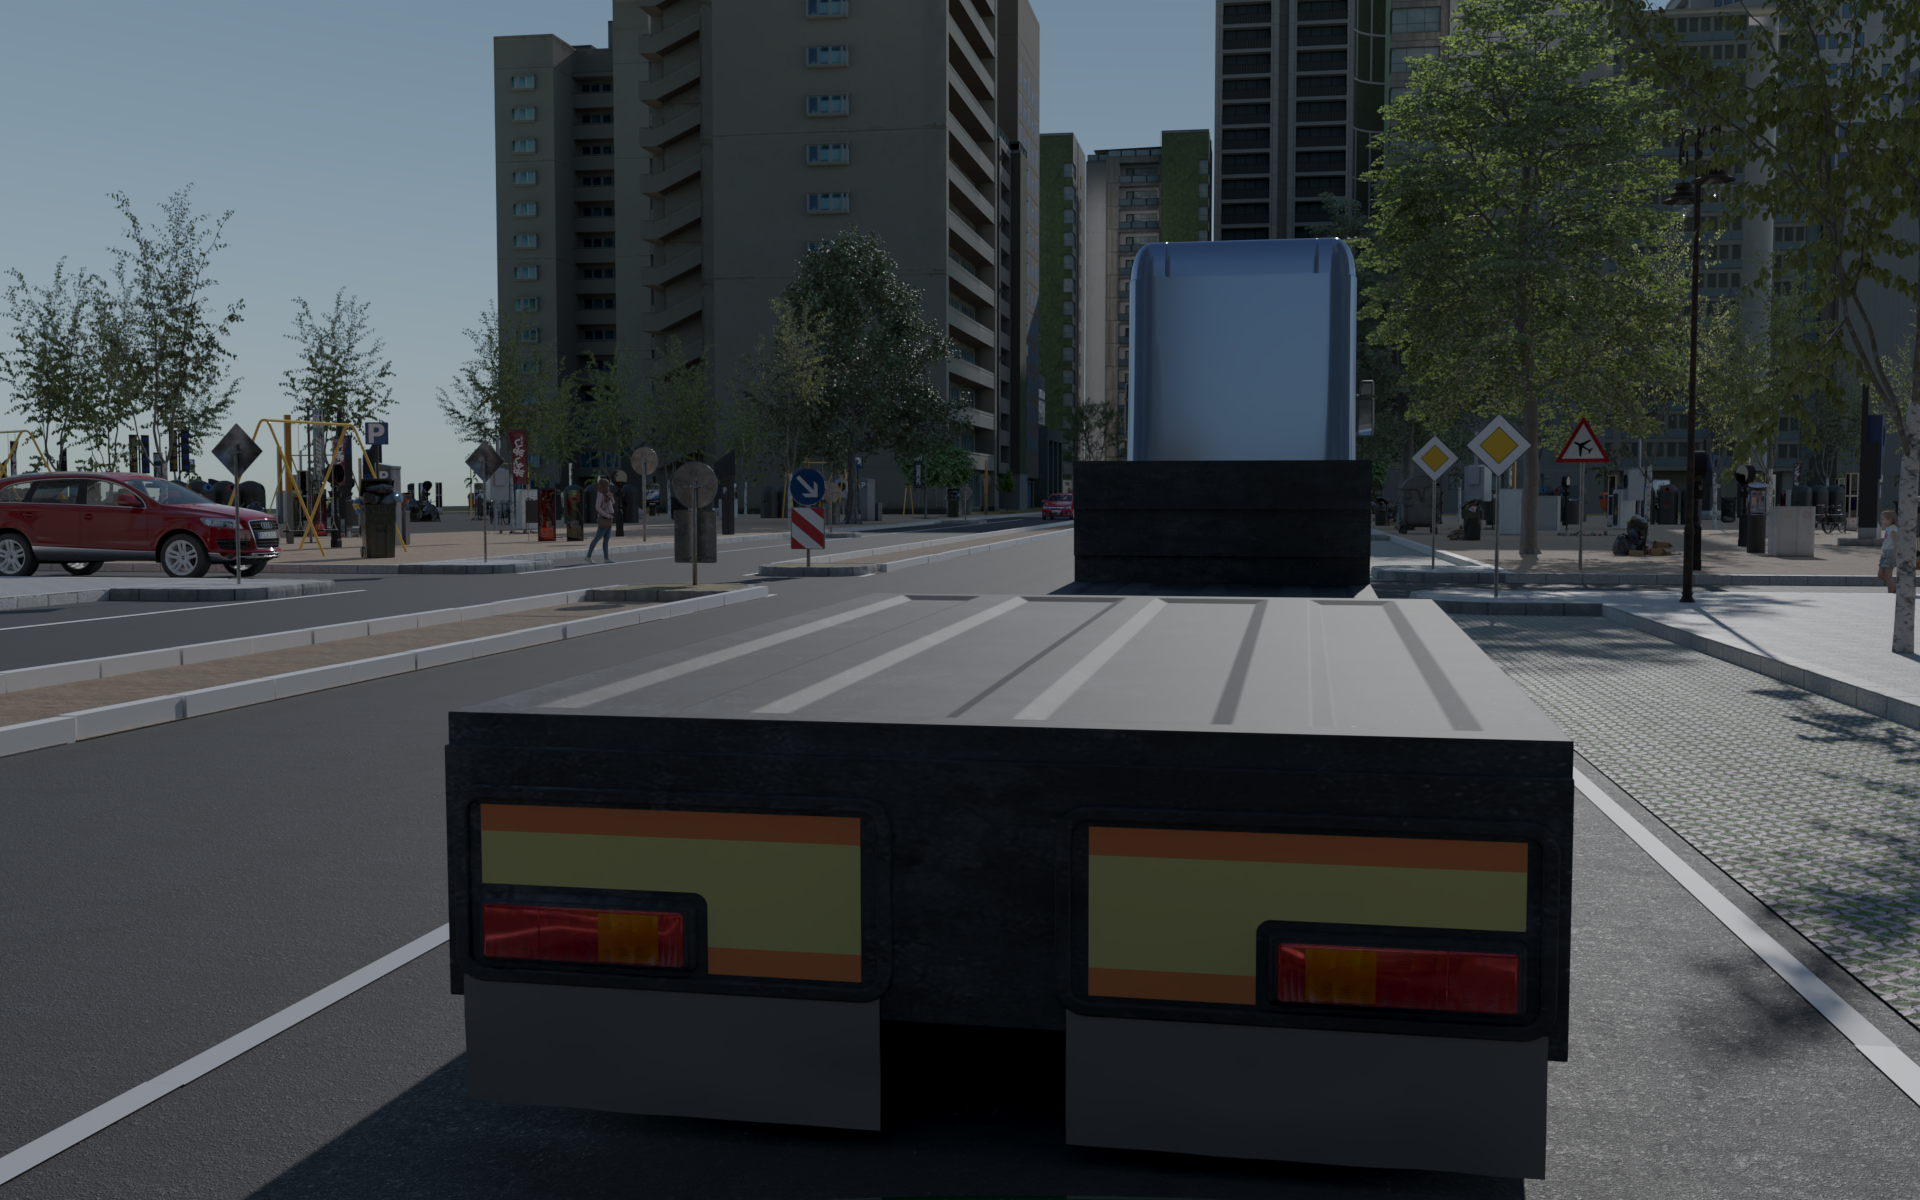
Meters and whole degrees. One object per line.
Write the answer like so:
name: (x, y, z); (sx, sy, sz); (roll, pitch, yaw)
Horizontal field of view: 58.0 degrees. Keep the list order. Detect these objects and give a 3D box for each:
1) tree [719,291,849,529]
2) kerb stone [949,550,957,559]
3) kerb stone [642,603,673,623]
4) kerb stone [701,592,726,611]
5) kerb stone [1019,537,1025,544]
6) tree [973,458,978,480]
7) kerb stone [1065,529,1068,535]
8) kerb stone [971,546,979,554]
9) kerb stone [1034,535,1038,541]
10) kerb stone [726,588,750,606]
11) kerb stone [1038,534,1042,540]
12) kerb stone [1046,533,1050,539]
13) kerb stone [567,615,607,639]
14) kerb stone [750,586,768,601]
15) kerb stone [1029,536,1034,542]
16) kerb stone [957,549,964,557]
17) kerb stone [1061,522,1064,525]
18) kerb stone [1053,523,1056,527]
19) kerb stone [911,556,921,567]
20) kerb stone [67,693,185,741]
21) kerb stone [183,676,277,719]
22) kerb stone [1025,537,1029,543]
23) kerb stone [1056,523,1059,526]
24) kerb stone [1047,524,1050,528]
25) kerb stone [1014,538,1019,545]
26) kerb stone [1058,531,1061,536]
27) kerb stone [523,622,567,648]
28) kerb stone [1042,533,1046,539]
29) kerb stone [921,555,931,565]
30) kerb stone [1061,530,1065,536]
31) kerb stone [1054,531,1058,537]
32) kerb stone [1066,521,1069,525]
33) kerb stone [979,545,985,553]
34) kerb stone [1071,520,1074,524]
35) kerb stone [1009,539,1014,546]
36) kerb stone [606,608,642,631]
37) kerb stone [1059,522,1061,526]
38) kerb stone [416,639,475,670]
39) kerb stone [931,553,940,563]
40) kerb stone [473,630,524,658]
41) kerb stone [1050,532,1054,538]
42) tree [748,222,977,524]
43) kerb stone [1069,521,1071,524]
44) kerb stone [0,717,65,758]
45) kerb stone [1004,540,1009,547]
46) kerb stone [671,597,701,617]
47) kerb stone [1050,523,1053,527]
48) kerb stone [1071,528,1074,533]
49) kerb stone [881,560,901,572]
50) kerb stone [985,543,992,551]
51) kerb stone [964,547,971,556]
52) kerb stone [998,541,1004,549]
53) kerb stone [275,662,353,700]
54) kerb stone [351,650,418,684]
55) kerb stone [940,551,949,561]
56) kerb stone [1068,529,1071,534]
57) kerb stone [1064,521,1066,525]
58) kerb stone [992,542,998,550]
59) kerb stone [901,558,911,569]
tree: (-6.312, -6.877, 62.805); (4.360, 8.622, 3.978); (0, 3, 0)
kerb stone: (-0.269, -0.988, 38.347); (0.120, 0.150, 1.000); (1, 4, 10)
kerb stone: (-3.508, 0.158, 19.624); (0.120, 0.150, 1.000); (1, 4, 10)
kerb stone: (-3.162, 0.034, 21.638); (0.120, 0.150, 1.000); (1, 4, 10)
kerb stone: (1.648, -1.668, 49.467); (0.120, 0.150, 1.000); (1, 4, 10)
tree: (-0.631, -7.089, 99.622); (4.285, 4.588, 4.351); (0, 3, 0)
kerb stone: (3.570, -2.340, 60.595); (0.120, 0.150, 1.000); (1, 4, 10)
kerb stone: (0.254, -1.174, 41.390); (0.120, 0.150, 1.000); (1, 4, 10)
kerb stone: (2.173, -1.854, 52.506); (0.120, 0.150, 1.000); (1, 4, 10)
kerb stone: (-2.985, -0.028, 22.651); (0.120, 0.150, 1.000); (1, 4, 10)
kerb stone: (2.347, -1.913, 53.519); (0.120, 0.150, 1.000); (1, 4, 10)
kerb stone: (2.698, -2.039, 55.533); (0.120, 0.150, 1.000); (1, 4, 10)
kerb stone: (-3.855, 0.281, 17.599); (0.120, 0.150, 1.000); (1, 4, 10)
kerb stone: (-2.817, -0.088, 23.659); (0.120, 0.150, 1.000); (1, 4, 10)
kerb stone: (1.991, -1.789, 51.495); (0.120, 0.150, 1.000); (1, 4, 10)
kerb stone: (-0.107, -1.050, 39.365); (0.120, 0.150, 1.000); (1, 4, 10)
kerb stone: (4.454, -3.412, 78.107); (0.120, 0.150, 1.000); (1, 4, 10)
kerb stone: (3.932, -3.234, 75.073); (0.120, 0.150, 1.000); (1, 4, 10)
kerb stone: (-0.972, -0.741, 34.314); (0.120, 0.150, 1.000); (1, 4, 10)
kerb stone: (-5.089, 0.713, 10.534); (0.120, 0.150, 1.000); (1, 4, 10)
kerb stone: (-4.901, 0.652, 11.539); (0.120, 0.150, 1.000); (1, 4, 10)
kerb stone: (1.819, -1.730, 50.488); (0.120, 0.150, 1.000); (1, 4, 10)
kerb stone: (4.109, -3.296, 76.080); (0.120, 0.150, 1.000); (1, 4, 10)
kerb stone: (3.580, -3.103, 73.046); (0.120, 0.150, 1.000); (1, 4, 10)
kerb stone: (1.462, -1.606, 48.451); (0.120, 0.150, 1.000); (1, 4, 10)
kerb stone: (3.222, -2.223, 58.580); (0.120, 0.150, 1.000); (1, 4, 10)
kerb stone: (-4.043, 0.343, 16.586); (0.120, 0.150, 1.000); (1, 4, 10)
kerb stone: (2.519, -1.976, 54.527); (0.120, 0.150, 1.000); (1, 4, 10)
kerb stone: (-0.802, -0.803, 35.322); (0.120, 0.150, 1.000); (1, 4, 10)
kerb stone: (3.400, -2.287, 59.586); (0.120, 0.150, 1.000); (1, 4, 10)
kerb stone: (3.040, -2.163, 57.560); (0.120, 0.150, 1.000); (1, 4, 10)
kerb stone: (4.814, -3.541, 80.136); (0.120, 0.150, 1.000); (1, 4, 10)
kerb stone: (0.424, -1.236, 42.400); (0.120, 0.150, 1.000); (1, 4, 10)
kerb stone: (5.153, -3.667, 82.158); (0.120, 0.150, 1.000); (1, 4, 10)
kerb stone: (1.294, -1.544, 47.442); (0.120, 0.150, 1.000); (1, 4, 10)
kerb stone: (-3.683, 0.219, 18.613); (0.120, 0.150, 1.000); (1, 4, 10)
kerb stone: (4.286, -3.358, 77.093); (0.120, 0.150, 1.000); (1, 4, 10)
kerb stone: (-4.380, 0.466, 14.569); (0.120, 0.150, 1.000); (1, 4, 10)
kerb stone: (-0.620, -0.864, 36.328); (0.120, 0.150, 1.000); (1, 4, 10)
kerb stone: (-4.208, 0.408, 15.577); (0.120, 0.150, 1.000); (1, 4, 10)
kerb stone: (2.865, -2.101, 56.542); (0.120, 0.150, 1.000); (1, 4, 10)
tree: (-4.544, -9.577, 73.585); (9.611, 12.733, 9.660); (0, 3, 0)
kerb stone: (4.991, -3.606, 81.149); (0.120, 0.150, 1.000); (1, 4, 10)
kerb stone: (-5.250, 0.781, 9.515); (0.120, 0.150, 1.000); (1, 4, 10)
kerb stone: (1.120, -1.482, 46.433); (0.120, 0.150, 1.000); (1, 4, 10)
kerb stone: (-3.334, 0.096, 20.631); (0.120, 0.150, 1.000); (1, 4, 10)
kerb stone: (3.761, -3.167, 74.061); (0.120, 0.150, 1.000); (1, 4, 10)
kerb stone: (3.917, -2.473, 62.626); (0.120, 0.150, 1.000); (1, 4, 10)
kerb stone: (-1.315, -0.617, 32.287); (0.120, 0.150, 1.000); (1, 4, 10)
kerb stone: (0.597, -1.292, 43.407); (0.120, 0.150, 1.000); (1, 4, 10)
kerb stone: (0.068, -1.107, 40.375); (0.120, 0.150, 1.000); (1, 4, 10)
kerb stone: (0.951, -1.419, 45.424); (0.120, 0.150, 1.000); (1, 4, 10)
kerb stone: (-4.731, 0.590, 12.550); (0.120, 0.150, 1.000); (1, 4, 10)
kerb stone: (-4.560, 0.532, 13.557); (0.120, 0.150, 1.000); (1, 4, 10)
kerb stone: (-0.441, -0.918, 37.339); (0.120, 0.150, 1.000); (1, 4, 10)
kerb stone: (3.736, -2.410, 61.603); (0.120, 0.150, 1.000); (1, 4, 10)
kerb stone: (4.635, -3.481, 79.112); (0.120, 0.150, 1.000); (1, 4, 10)
kerb stone: (0.782, -1.359, 44.416); (0.120, 0.150, 1.000); (1, 4, 10)
kerb stone: (-1.144, -0.676, 33.295); (0.120, 0.150, 1.000); (1, 4, 10)
